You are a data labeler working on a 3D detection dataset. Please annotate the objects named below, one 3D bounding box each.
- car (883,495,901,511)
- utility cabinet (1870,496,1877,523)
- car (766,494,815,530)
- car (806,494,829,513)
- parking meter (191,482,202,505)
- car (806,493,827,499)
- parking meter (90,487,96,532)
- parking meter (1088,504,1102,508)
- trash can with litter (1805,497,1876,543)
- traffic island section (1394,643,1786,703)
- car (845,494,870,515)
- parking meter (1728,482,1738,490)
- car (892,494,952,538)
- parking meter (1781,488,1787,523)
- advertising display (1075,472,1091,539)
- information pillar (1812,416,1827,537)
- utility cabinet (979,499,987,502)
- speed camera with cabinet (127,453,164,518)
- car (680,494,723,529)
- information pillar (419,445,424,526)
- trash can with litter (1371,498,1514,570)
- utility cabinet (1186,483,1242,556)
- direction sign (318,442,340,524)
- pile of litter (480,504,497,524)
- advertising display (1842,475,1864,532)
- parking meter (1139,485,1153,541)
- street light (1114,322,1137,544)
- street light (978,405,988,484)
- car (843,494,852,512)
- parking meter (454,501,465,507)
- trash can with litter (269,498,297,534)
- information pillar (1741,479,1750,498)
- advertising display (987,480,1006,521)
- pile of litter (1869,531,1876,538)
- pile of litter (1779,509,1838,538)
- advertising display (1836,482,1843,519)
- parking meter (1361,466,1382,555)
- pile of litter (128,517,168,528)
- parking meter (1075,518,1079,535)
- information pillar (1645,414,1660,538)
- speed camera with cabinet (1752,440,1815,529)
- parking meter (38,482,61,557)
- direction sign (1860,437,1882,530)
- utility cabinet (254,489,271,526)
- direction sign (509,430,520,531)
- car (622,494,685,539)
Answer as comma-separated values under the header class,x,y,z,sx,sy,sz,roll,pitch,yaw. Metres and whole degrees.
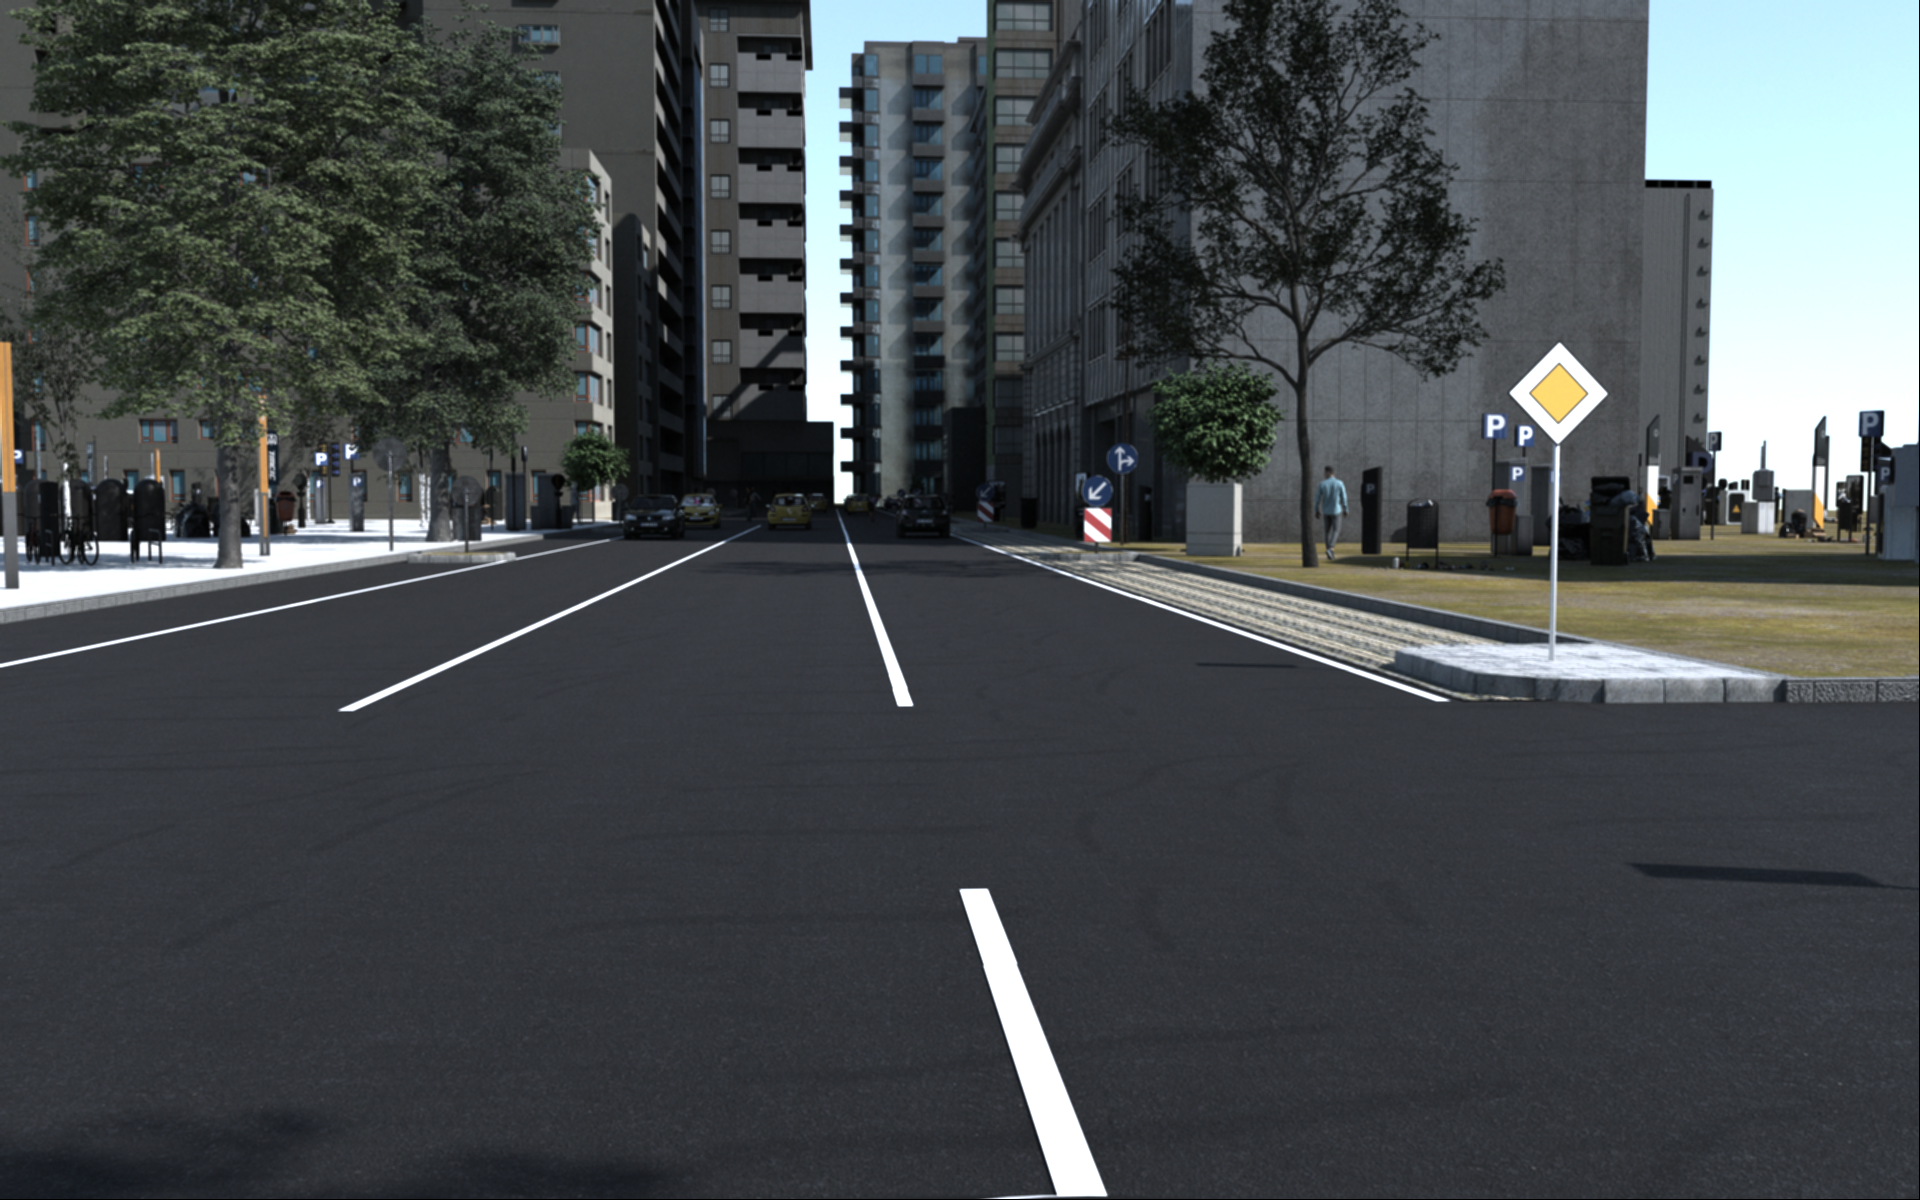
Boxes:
class,x,y,z,sx,sy,sz,roll,pitch,yaw
car,-5.630,-8.338,148.907,1.945,1.354,3.894,0,4,-4
utility cabinet,40.384,-3.962,75.935,0.306,1.237,1.020,-2,4,-26
car,-6.889,-3.676,70.328,2.015,1.641,3.980,0,4,-4
car,-10.979,-7.415,131.459,2.015,1.641,3.980,0,4,-5
parking meter,-36.435,-4.706,82.656,0.255,1.863,0.399,2,4,26
car,-12.573,-8.641,150.322,2.155,1.783,4.494,0,4,-4
parking meter,-29.045,-3.027,57.904,0.372,1.533,0.369,0,3,0
parking meter,3.661,-2.357,46.940,0.372,1.533,0.369,0,3,0
trash can with litter,23.469,-2.149,46.196,1.678,1.210,2.233,0,4,-5
traffic island section,4.602,0.547,13.332,2.009,0.180,2.903,0,4,-4
car,-6.830,-6.600,118.141,2.015,1.641,3.980,0,4,-2
parking meter,36.028,-4.590,80.763,0.399,1.863,0.255,-1,4,-21
car,-1.253,-2.937,57.801,2.009,1.686,4.222,0,4,-3
parking meter,36.679,-4.186,76.849,0.372,1.533,0.369,0,3,0
advertising display,3.531,-2.733,49.895,0.123,1.923,0.974,-1,4,-16
information pillar,25.632,-3.688,51.659,0.504,3.616,0.183,-2,4,-34
utility cabinet,1.183,-4.601,83.911,0.318,1.500,1.173,0,4,-8
speed camera with cabinet,-39.191,-5.413,82.833,0.660,3.252,2.038,3,4,39
car,-10.852,-3.772,71.895,2.015,1.641,3.980,0,4,-6
information pillar,-21.691,-4.798,69.804,0.183,3.616,0.504,-1,4,-9
trash can with litter,8.270,-1.131,29.556,2.233,1.210,1.678,2,4,26
utility cabinet,5.222,-1.646,35.585,1.173,1.500,0.318,3,5,43
direction sign,-28.395,-5.260,78.001,0.876,3.537,0.379,0,4,3
pile of litter,-20.206,-3.630,73.319,1.719,0.858,1.176,2,4,30
advertising display,30.306,-3.271,58.699,0.123,1.923,0.974,0,4,1
parking meter,5.119,-2.410,47.808,0.372,1.533,0.369,0,3,0
street light,4.300,-4.400,44.722,0.468,5.910,1.993,0,4,-4
street light,1.166,-7.044,87.965,0.468,5.910,1.993,0,4,-4
car,-8.555,-7.894,141.072,2.014,1.417,4.499,0,4,-4
parking meter,-17.527,-3.366,60.751,0.399,1.863,0.255,-2,4,-33
trash can with litter,-21.678,-2.679,55.191,0.624,1.170,1.055,1,4,18
information pillar,39.362,-5.037,86.840,0.304,2.012,0.304,-1,4,-10
advertising display,1.695,-4.641,81.095,0.974,1.923,0.123,-2,4,-30
pile of litter,27.237,-2.234,50.492,1.719,0.858,1.176,-1,4,-10
pile of litter,24.747,-2.244,50.652,1.719,0.858,1.176,0,4,1
advertising display,45.983,-5.188,90.035,0.974,1.923,0.123,-1,4,-15
parking meter,8.741,-1.902,36.817,0.399,1.863,0.255,2,4,30
pile of litter,-30.612,-3.132,65.172,1.176,0.858,1.719,3,4,38
parking meter,3.846,-2.987,54.545,0.399,1.863,0.255,-2,4,-34
information pillar,20.306,-3.636,50.802,0.504,3.616,0.183,-2,4,-31
speed camera with cabinet,30.222,-4.228,63.456,2.038,3.252,0.660,2,4,29
parking meter,-18.662,-1.657,35.502,0.372,1.533,0.369,0,3,0
direction sign,32.224,-4.240,61.326,0.379,3.537,0.876,-1,4,-17
utility cabinet,-27.731,-3.682,68.875,0.318,1.500,1.173,0,4,-5
direction sign,-15.429,-4.151,59.867,0.379,3.537,0.876,0,4,-7
car,-9.850,-2.821,55.913,2.009,1.686,4.222,0,4,-5
